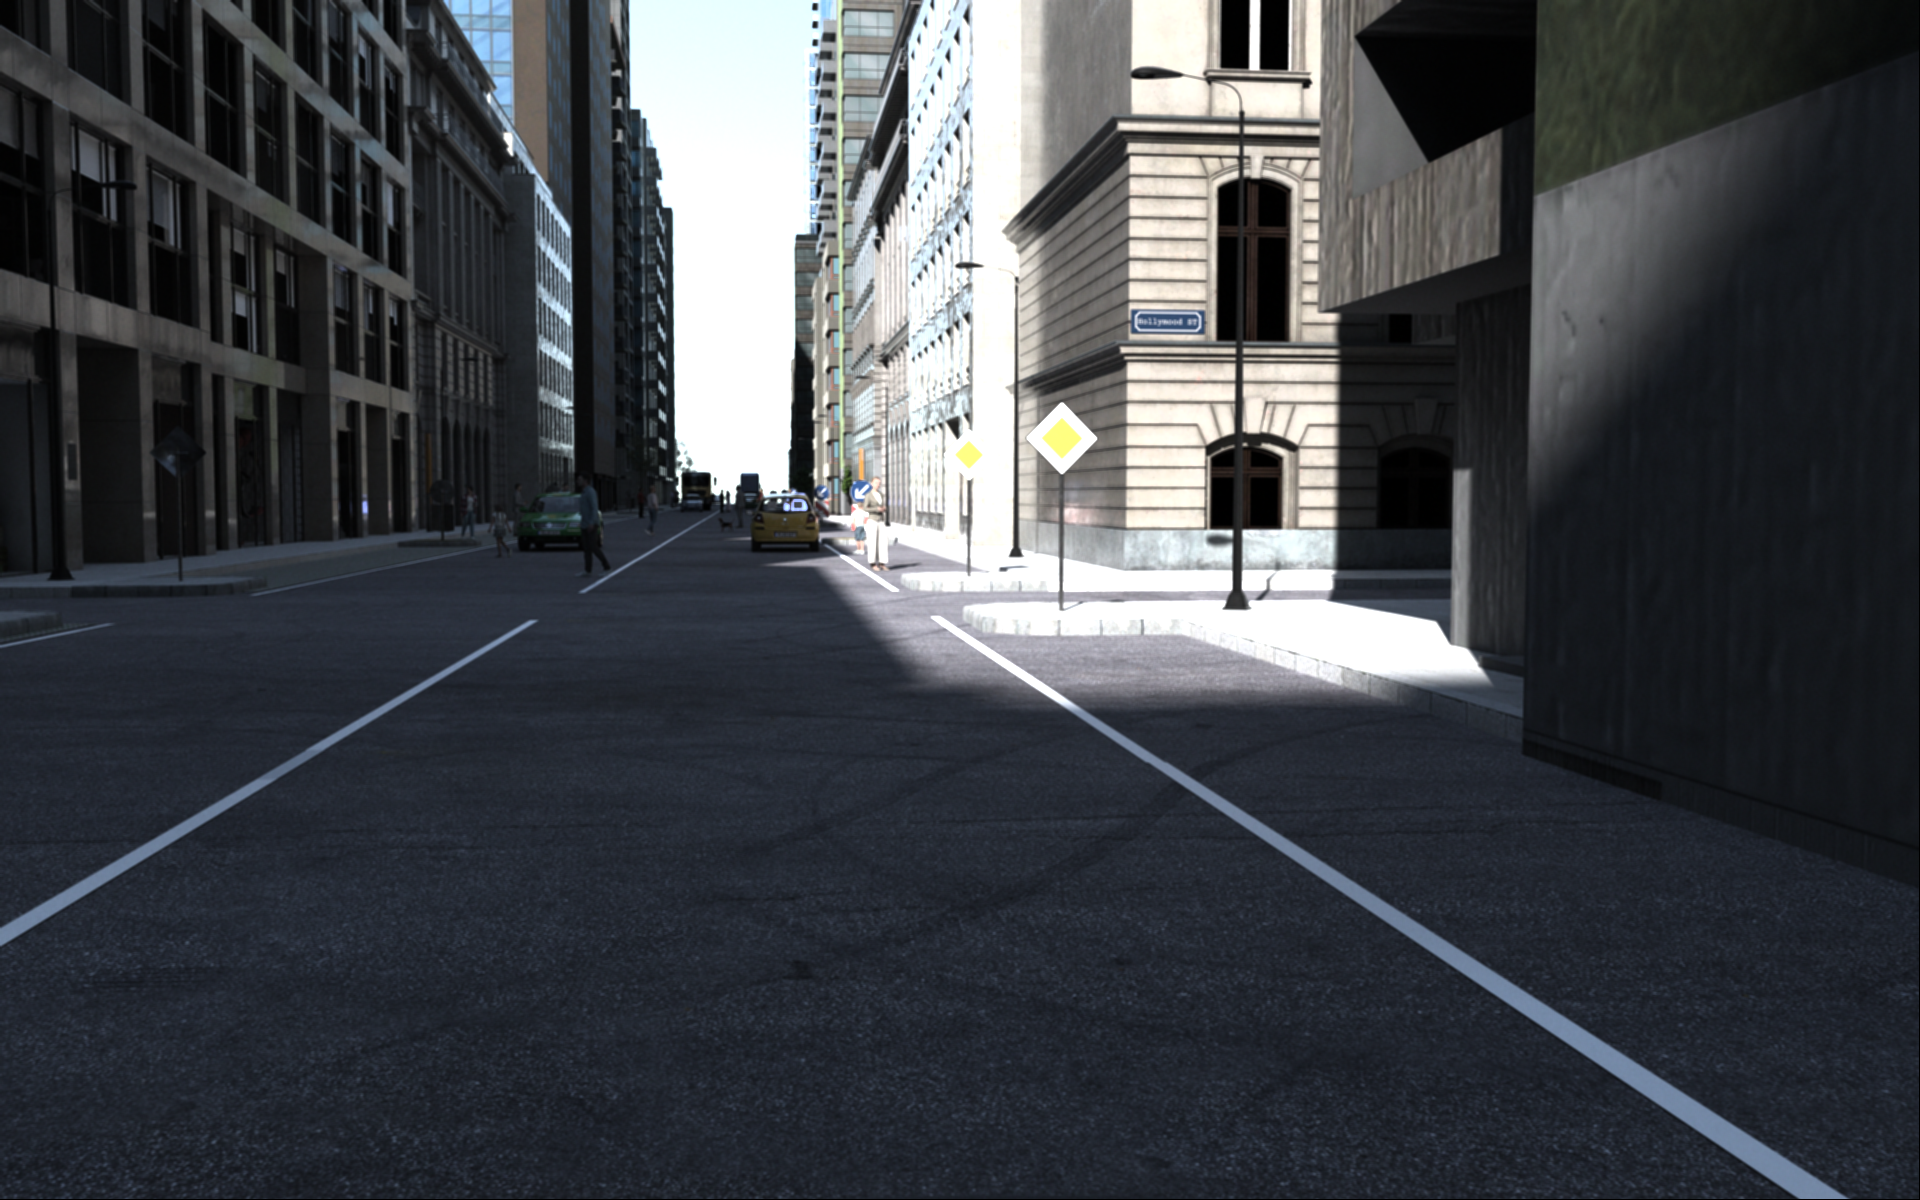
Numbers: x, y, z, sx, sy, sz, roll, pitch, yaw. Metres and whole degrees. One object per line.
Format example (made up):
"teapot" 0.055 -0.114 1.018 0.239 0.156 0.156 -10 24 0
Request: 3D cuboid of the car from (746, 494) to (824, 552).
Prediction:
"car" -4.490 -2.094 44.466 2.015 1.641 3.980 0 4 -6

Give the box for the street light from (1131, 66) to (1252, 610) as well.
"street light" 2.547 -2.844 19.049 1.470 5.913 1.316 0 4 -7

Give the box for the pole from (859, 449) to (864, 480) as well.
"pole" -4.417 -5.122 77.582 0.158 3.312 0.155 0 3 0

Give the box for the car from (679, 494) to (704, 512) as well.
"car" -21.591 -7.791 139.379 2.014 1.417 4.499 -1 4 -9

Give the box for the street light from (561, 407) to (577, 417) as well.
"street light" -21.167 -7.320 92.215 1.470 5.913 1.316 0 4 -7

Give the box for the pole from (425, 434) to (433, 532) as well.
"pole" -17.926 -3.953 58.467 0.158 3.312 0.155 0 3 0

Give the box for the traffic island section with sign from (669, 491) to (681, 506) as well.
"traffic island section with sign" -33.597 -12.067 205.921 1.989 1.847 2.006 0 4 -7

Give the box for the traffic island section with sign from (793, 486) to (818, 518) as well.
"traffic island section with sign" -6.236 -4.144 76.375 1.989 1.847 2.006 0 4 -7

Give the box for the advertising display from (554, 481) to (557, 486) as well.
"advertising display" -20.698 -5.105 88.678 0.123 1.923 0.974 -1 4 -15

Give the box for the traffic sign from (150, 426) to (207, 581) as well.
"traffic sign" -11.475 -1.334 25.453 0.795 2.450 0.064 0 4 -7

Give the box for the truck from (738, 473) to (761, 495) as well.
"truck" -25.683 -13.625 212.529 2.967 4.110 18.799 0 4 -8

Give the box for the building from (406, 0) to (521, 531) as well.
"building" -25.822 -13.910 69.223 13.314 21.916 24.055 0 4 -7

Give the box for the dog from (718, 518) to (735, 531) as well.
"dog" -8.985 -2.893 66.590 0.540 0.507 0.406 -2 4 -28

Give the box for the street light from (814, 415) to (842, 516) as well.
"street light" -7.626 -7.892 101.571 1.470 5.913 1.316 0 4 -7

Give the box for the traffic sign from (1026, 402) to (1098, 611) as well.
"traffic sign" 1.105 -0.935 18.922 0.795 2.450 0.064 0 4 -7

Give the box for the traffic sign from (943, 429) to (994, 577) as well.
"traffic sign" 0.135 -1.419 26.848 0.795 2.450 0.064 0 4 -7

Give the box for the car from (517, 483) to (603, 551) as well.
"car" -10.389 -2.223 45.141 1.959 1.807 4.718 0 4 -5

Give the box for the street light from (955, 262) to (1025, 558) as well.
"street light" 0.598 -3.812 34.871 1.470 5.913 1.316 0 4 -7

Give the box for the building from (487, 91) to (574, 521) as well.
"building" -26.363 -14.407 90.300 10.420 20.320 16.860 0 4 -7

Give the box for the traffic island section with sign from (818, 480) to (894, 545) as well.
"traffic island section with sign" -2.963 -2.507 49.619 1.989 1.847 2.006 0 4 -7

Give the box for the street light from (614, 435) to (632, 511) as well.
"street light" -26.307 -9.946 135.154 1.470 5.913 1.316 0 4 -7

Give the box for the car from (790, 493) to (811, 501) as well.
"car" -10.975 -6.544 116.590 1.945 1.707 3.694 0 4 -8

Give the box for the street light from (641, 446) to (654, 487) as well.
"street light" -30.423 -11.978 168.379 1.470 5.913 1.316 0 4 -7

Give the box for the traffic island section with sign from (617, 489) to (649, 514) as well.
"traffic island section with sign" -23.624 -7.086 124.481 1.989 1.847 2.006 0 4 -7

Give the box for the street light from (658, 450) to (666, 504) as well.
"street light" -32.279 -12.910 183.622 1.470 5.913 1.316 0 4 -7

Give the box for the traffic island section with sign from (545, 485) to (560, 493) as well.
"traffic island section with sign" -17.530 -4.040 74.686 1.989 1.847 2.006 0 4 -7

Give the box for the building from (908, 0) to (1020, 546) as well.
"building" 4.454 -11.980 50.618 10.420 20.320 16.860 0 4 -7

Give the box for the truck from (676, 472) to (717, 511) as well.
"truck" -23.146 -9.547 152.019 3.469 3.379 9.791 -1 4 -9

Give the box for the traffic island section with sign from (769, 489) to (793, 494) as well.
"traffic island section with sign" -15.610 -8.828 152.962 1.989 1.847 2.006 0 4 -7

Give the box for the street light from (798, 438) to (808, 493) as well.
"street light" -12.740 -10.487 144.009 1.470 5.913 1.316 0 4 -7

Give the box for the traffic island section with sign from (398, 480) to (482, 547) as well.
"traffic island section with sign" -14.188 -2.371 47.396 1.989 1.847 2.006 0 4 -7

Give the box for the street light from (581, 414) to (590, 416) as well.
"street light" -22.241 -7.862 101.084 1.470 5.913 1.316 0 4 -7

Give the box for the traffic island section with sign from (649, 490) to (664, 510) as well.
"traffic island section with sign" -26.951 -8.743 151.583 1.989 1.847 2.006 0 4 -7

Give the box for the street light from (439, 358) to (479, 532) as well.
"street light" -17.064 -5.287 58.988 1.470 5.913 1.316 0 4 -7

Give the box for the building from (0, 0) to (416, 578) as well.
"building" -25.887 -14.391 39.811 19.350 26.468 34.151 0 4 -7

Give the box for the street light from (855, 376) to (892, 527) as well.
"street light" -3.409 -5.845 68.110 1.470 5.913 1.316 0 4 -7

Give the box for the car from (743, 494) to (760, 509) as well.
"car" -17.763 -8.221 146.206 2.131 1.459 4.920 0 4 -8

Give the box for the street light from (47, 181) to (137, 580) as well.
"street light" -12.900 -3.256 25.769 1.470 5.913 1.316 0 4 -7

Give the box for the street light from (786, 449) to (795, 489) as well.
"street light" -16.859 -12.540 177.571 1.470 5.913 1.316 0 4 -7

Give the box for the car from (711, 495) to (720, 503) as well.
"car" -33.363 -13.751 237.192 2.083 1.381 4.827 0 4 -5

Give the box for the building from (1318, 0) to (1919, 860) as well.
"building" 9.804 -14.667 11.515 14.160 30.474 14.107 0 4 -7
